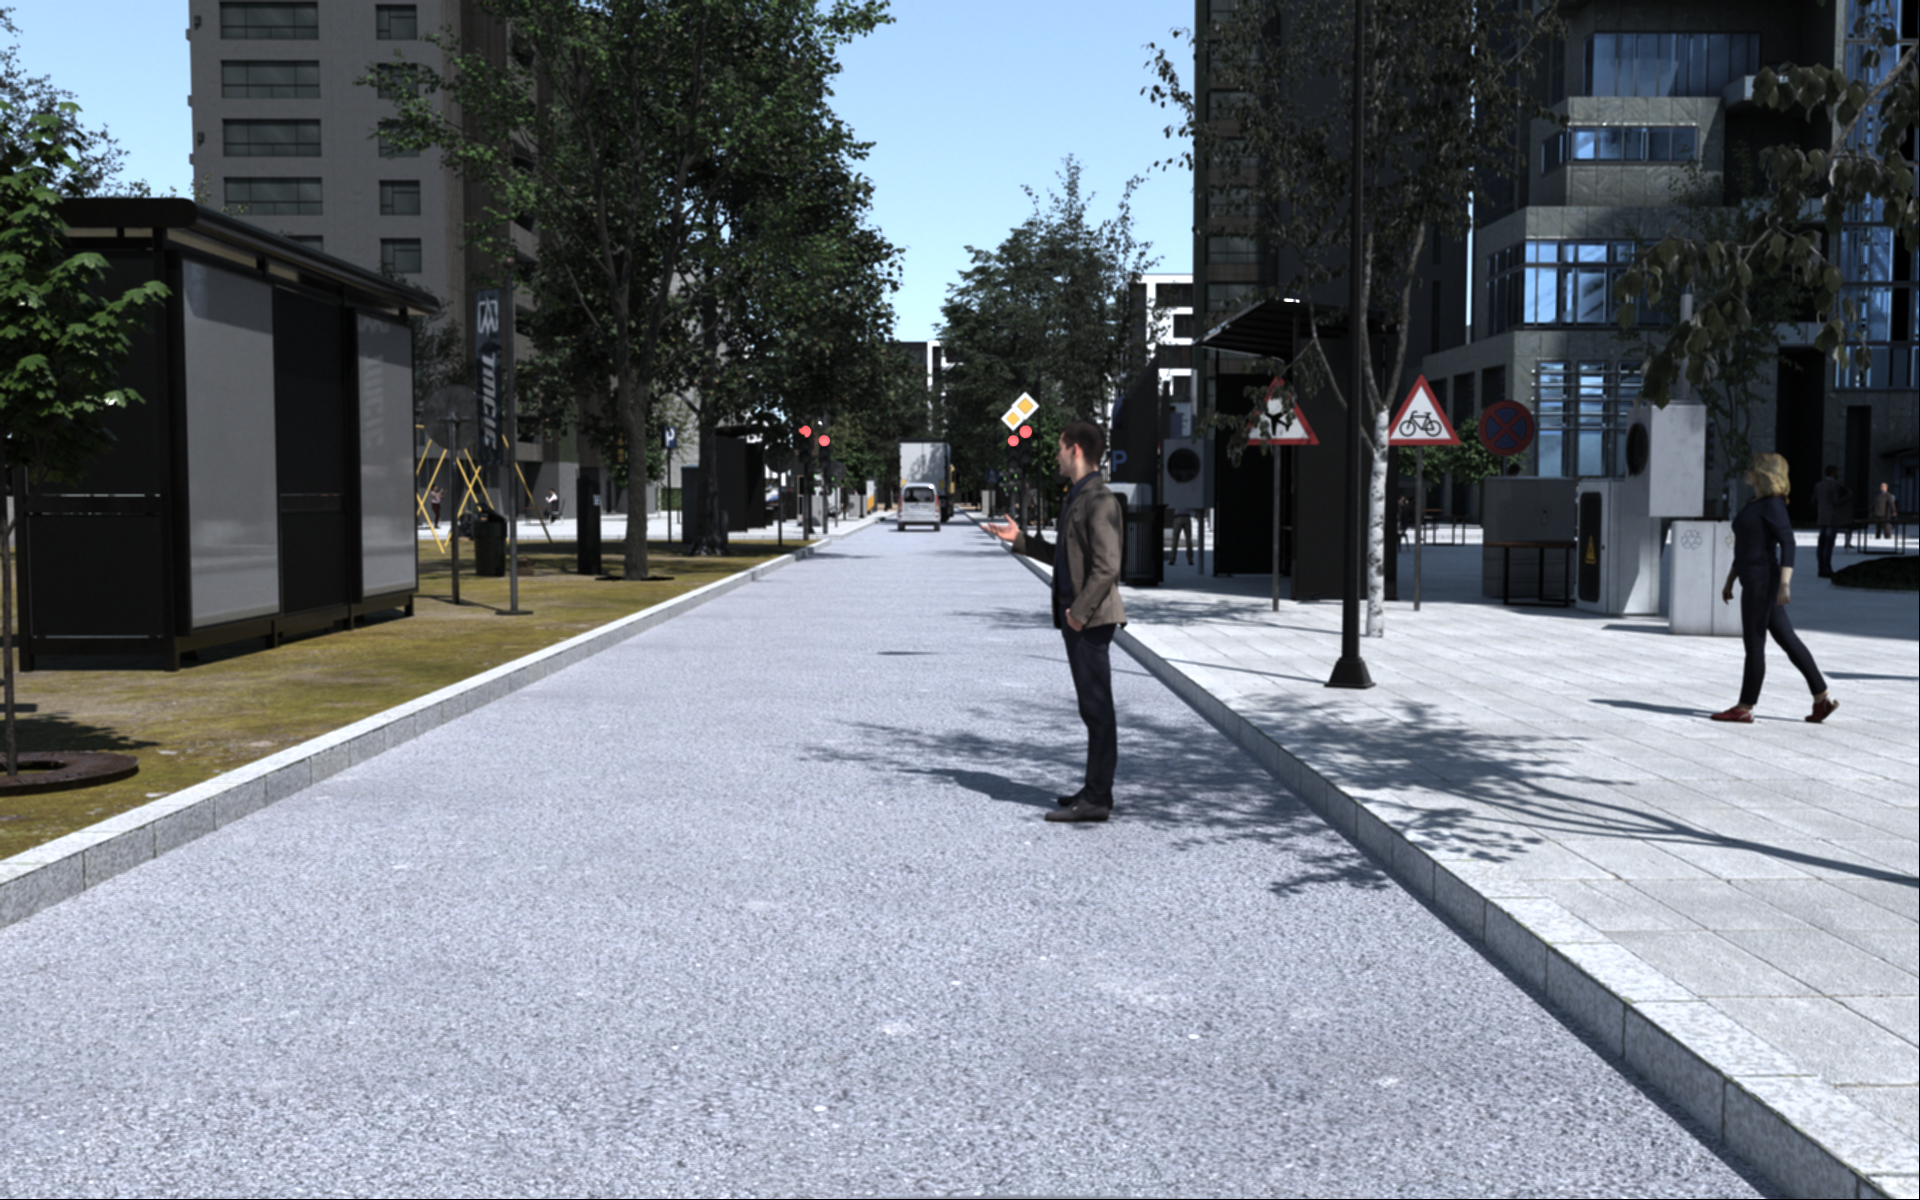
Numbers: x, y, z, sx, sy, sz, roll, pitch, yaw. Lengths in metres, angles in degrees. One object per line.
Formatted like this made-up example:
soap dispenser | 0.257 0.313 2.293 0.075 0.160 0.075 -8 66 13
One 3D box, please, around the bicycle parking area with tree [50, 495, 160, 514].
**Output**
bicycle parking area with tree | -37.948 -5.854 82.707 8.231 4.147 9.016 1 4 15

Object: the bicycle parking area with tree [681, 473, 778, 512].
bicycle parking area with tree | -15.106 -8.136 120.023 8.231 4.147 9.016 -1 4 -11

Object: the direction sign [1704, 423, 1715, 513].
direction sign | 23.871 -3.878 55.398 0.379 3.537 0.876 0 4 -3

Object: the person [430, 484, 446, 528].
person | -19.498 -3.500 64.724 0.517 1.644 0.566 -3 4 -36

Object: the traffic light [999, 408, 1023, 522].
traffic light | 1.678 -4.075 55.553 0.839 4.253 0.868 0 4 -1

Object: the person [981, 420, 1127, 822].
person | 0.402 0.078 7.755 0.750 1.759 0.617 1 4 15

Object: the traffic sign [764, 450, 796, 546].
traffic sign | -4.404 -2.583 42.343 0.768 2.556 0.104 0 4 4

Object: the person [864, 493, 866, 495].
person | -11.054 -11.708 200.734 0.557 1.426 1.065 0 4 -3

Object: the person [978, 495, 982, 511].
person | 1.746 -7.619 133.846 0.697 1.427 0.421 -1 4 -12

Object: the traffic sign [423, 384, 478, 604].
traffic sign | -5.878 -1.224 20.116 0.768 2.556 0.104 1 4 8

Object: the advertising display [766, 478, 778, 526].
advertising display | -7.725 -3.953 69.850 0.974 1.923 0.123 0 4 -6

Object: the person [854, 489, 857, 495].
person | -9.649 -9.312 159.229 0.436 1.711 0.756 -1 4 -11

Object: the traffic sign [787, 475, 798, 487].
traffic sign | -9.061 -5.609 93.839 0.606 2.300 0.079 0 4 5

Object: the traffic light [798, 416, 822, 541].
traffic light | -4.212 -3.582 47.485 0.839 4.253 0.868 0 4 -1

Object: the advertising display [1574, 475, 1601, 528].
advertising display | 21.721 -3.353 60.031 0.123 1.923 0.974 -3 4 -38

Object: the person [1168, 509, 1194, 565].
person | 4.013 -1.422 31.360 0.516 1.574 0.319 1 4 9

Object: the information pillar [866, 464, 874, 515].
information pillar | -5.595 -7.113 107.654 0.504 3.616 0.183 -1 4 -16

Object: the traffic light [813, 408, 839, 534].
traffic light | -4.302 -4.070 55.469 0.839 4.253 0.868 0 4 -1

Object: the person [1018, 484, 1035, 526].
person | 2.700 -3.864 69.768 0.990 1.755 0.434 -3 5 -44

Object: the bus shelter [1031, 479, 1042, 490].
bus shelter | 4.601 -7.953 107.661 2.179 5.291 8.768 0 4 -1

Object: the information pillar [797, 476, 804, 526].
information pillar | -6.350 -3.956 69.177 0.304 2.012 0.304 -1 4 -16

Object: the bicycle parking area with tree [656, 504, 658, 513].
bicycle parking area with tree | -25.682 -8.040 118.456 9.016 4.147 8.231 -2 4 -28

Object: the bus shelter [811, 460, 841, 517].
bus shelter | -7.337 -6.334 97.478 2.014 3.302 5.546 0 4 -1

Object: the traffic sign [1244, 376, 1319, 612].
traffic sign | 3.439 -1.150 18.801 0.884 2.594 0.081 1 4 9

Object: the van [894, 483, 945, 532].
van | -1.590 -3.705 67.591 2.013 2.044 4.112 0 4 -1

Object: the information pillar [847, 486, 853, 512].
information pillar | -7.858 -7.296 123.781 0.304 2.012 0.304 3 4 38

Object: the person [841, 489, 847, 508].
person | -10.582 -9.406 159.458 0.705 1.869 1.348 -2 4 -26

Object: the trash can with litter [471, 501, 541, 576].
trash can with litter | -7.116 -0.964 27.156 1.055 1.170 0.624 -1 4 -13

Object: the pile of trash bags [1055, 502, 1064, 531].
pile of trash bags | 5.063 -3.032 59.323 3.447 1.369 1.912 -1 4 -18

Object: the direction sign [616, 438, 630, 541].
direction sign | -8.971 -3.358 46.895 0.876 3.537 0.379 1 4 10

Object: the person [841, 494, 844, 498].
person | -10.197 -8.373 142.925 1.348 1.826 0.705 0 4 0

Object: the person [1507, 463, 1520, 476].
person | 8.776 -1.296 27.682 0.568 1.767 0.683 -2 4 -29

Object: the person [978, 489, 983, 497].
person | 2.523 -11.636 196.319 0.705 1.821 1.348 -3 5 -41

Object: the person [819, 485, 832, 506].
person | -6.255 -4.507 80.536 0.445 1.727 0.742 3 5 41

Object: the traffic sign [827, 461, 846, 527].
traffic sign | -4.764 -4.072 66.677 0.768 2.556 0.104 0 4 5

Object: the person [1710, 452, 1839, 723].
person | 4.574 -0.068 9.702 0.613 1.512 0.480 0 4 -3

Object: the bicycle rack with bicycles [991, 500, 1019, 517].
bicycle rack with bicycles | 2.779 -5.105 96.851 2.852 0.926 2.925 3 5 44

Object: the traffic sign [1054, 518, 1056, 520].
traffic sign | 4.677 -5.216 85.389 0.768 2.556 0.104 0 4 2

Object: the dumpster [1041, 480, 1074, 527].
dumpster | 3.947 -4.011 68.068 1.502 2.255 1.985 0 4 -1

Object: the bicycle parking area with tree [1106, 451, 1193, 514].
bicycle parking area with tree | 12.460 -7.905 116.250 8.231 4.147 9.016 0 4 1

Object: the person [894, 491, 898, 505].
person | -7.194 -11.470 195.049 0.415 1.643 0.593 1 4 22

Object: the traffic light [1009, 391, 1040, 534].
traffic light | 1.769 -3.587 47.568 0.839 4.253 0.868 0 4 -1

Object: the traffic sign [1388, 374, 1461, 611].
traffic sign | 5.014 -1.158 18.935 0.884 2.594 0.081 0 4 1

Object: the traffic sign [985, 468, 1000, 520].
traffic sign | 1.587 -5.180 84.805 0.768 2.556 0.104 0 4 2

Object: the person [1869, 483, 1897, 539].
person | 27.771 -2.636 52.156 0.434 1.755 0.990 -1 4 -14

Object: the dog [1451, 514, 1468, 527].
dog | 19.489 -3.104 67.587 0.540 0.507 0.406 -2 4 -26

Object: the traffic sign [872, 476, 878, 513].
traffic sign | -5.798 -7.023 114.934 0.768 2.556 0.104 0 4 2

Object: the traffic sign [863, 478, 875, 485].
traffic sign | -5.801 -6.744 110.367 0.768 2.556 0.104 0 4 1

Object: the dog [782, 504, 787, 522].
dog | -8.140 -3.933 78.685 0.513 0.831 0.800 1 4 23

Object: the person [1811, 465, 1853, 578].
person | 13.386 -1.205 26.564 0.431 1.722 0.655 0 4 -3

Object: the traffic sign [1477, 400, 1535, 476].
traffic sign | 7.371 -1.429 23.476 0.768 2.556 0.104 0 4 1

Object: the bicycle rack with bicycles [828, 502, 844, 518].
bicycle rack with bicycles | -7.787 -4.752 91.071 2.925 0.926 2.852 0 4 -8
